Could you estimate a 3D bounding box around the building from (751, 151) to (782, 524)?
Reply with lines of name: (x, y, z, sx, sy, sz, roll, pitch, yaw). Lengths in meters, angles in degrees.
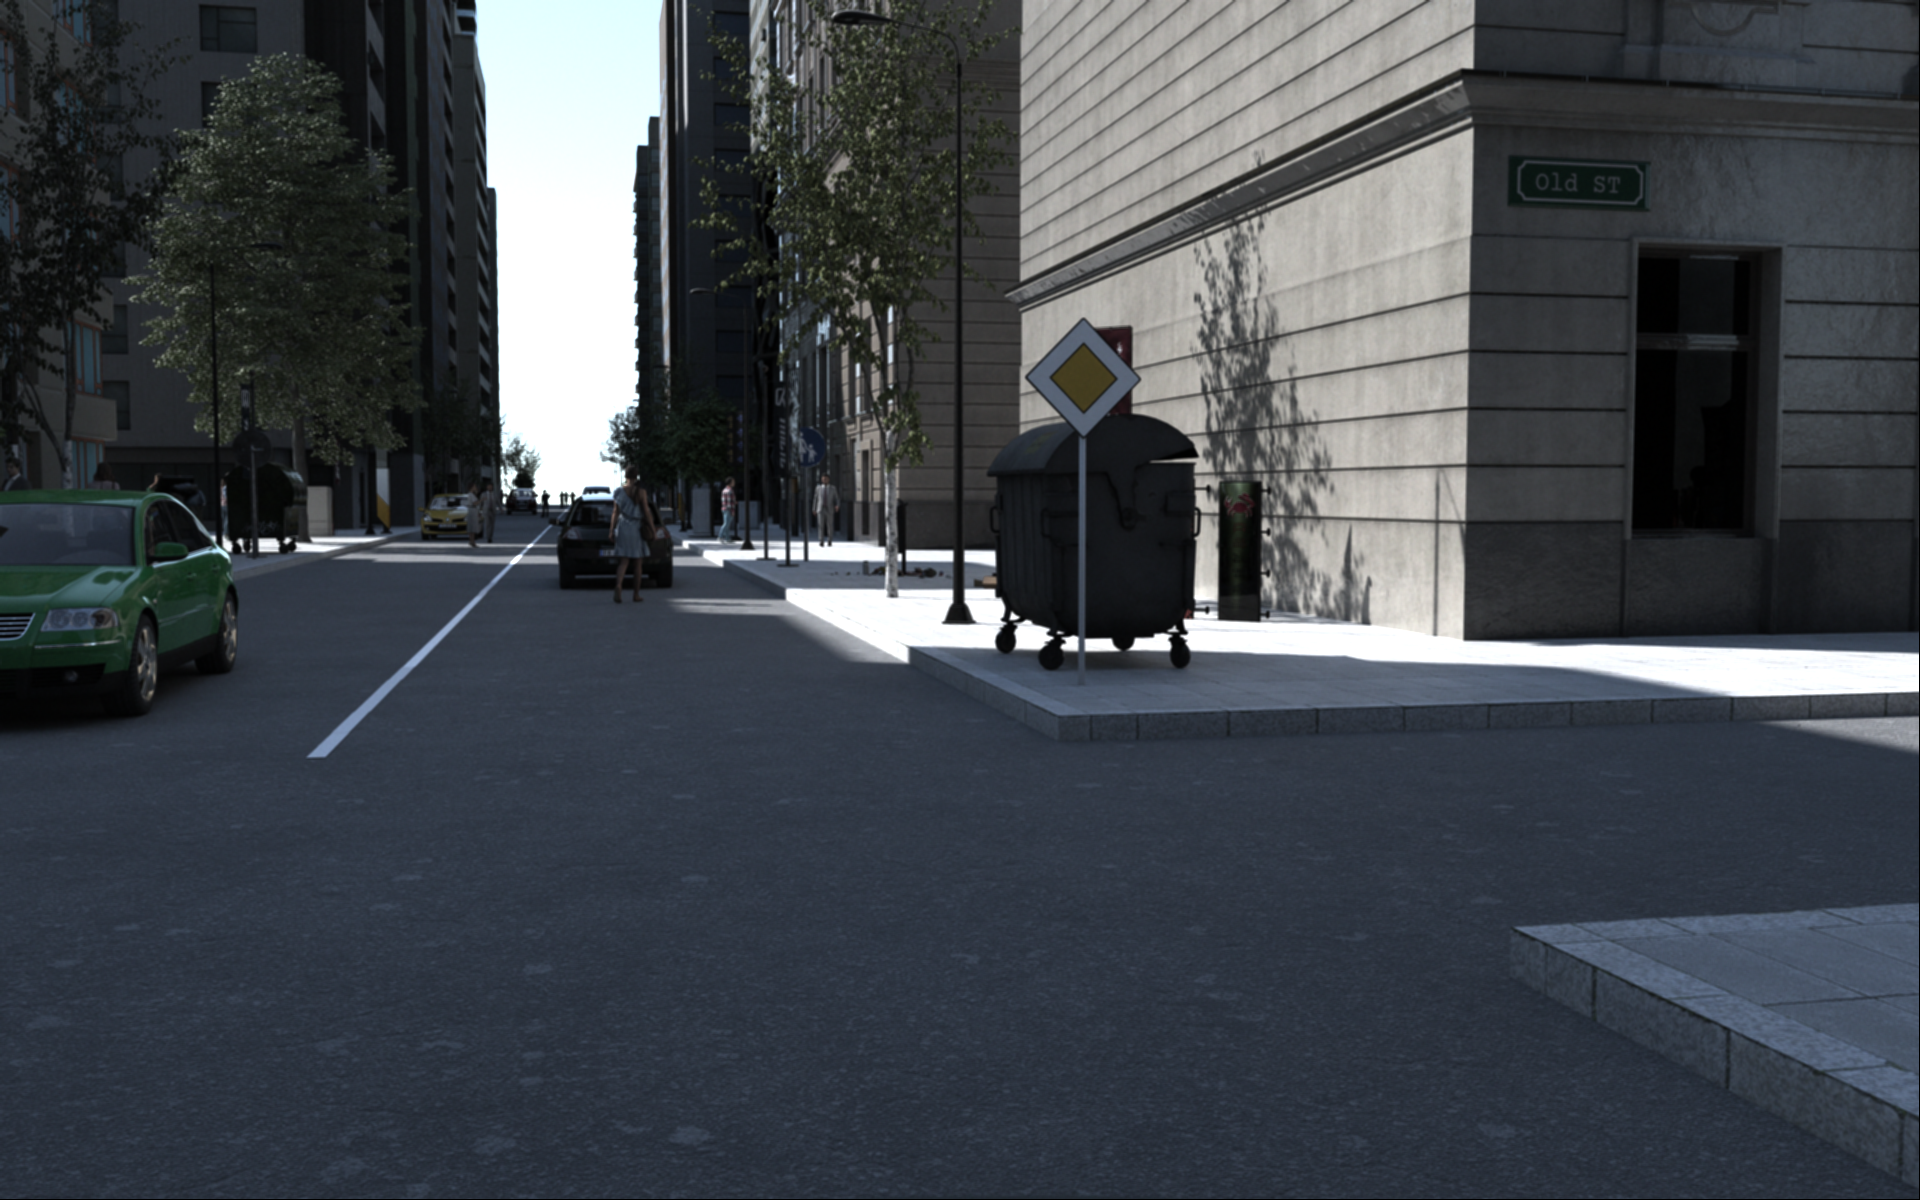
building: (-1.074, -12.925, 78.773, 16.820, 18.784, 16.811, -1, 4, -12)

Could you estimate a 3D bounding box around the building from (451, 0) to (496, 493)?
building: (-65.288, -54.197, 198.787, 22.319, 86.520, 31.000, -1, 4, -12)

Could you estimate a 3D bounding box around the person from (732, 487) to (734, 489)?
person: (-10.682, -4.612, 81.793, 0.374, 1.781, 0.599, 1, 4, 11)

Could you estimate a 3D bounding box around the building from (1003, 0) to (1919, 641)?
building: (23.669, -15.293, 26.461, 44.131, 29.872, 17.030, -1, 4, -12)

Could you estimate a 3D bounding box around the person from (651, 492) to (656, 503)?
person: (-31.918, -10.600, 180.015, 0.621, 1.740, 0.551, 0, 3, 0)

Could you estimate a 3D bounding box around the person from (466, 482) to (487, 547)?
person: (-13.092, -2.312, 46.864, 0.524, 1.755, 0.480, -2, 4, -27)

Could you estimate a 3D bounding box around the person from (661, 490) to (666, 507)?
person: (-29.625, -10.159, 172.930, 0.721, 1.735, 1.217, 1, 4, 12)

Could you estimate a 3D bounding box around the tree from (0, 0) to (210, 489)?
tree: (-12.379, -4.464, 23.344, 4.360, 8.622, 3.978, 0, 3, 0)

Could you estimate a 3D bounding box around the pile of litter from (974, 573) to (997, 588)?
pile of litter: (0.851, -0.589, 23.591, 1.176, 0.858, 1.719, -1, 4, -18)

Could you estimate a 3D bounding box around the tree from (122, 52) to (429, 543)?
tree: (-17.809, -7.780, 45.330, 7.486, 12.596, 7.792, 0, 3, 0)

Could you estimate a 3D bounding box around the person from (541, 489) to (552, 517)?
person: (-25.451, -5.943, 106.478, 0.445, 1.727, 0.742, 2, 4, 23)

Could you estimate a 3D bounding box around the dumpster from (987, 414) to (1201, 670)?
dumpster: (1.017, -0.464, 13.341, 1.264, 1.857, 1.865, -1, 4, -12)

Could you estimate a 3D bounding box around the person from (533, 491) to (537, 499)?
person: (-42.756, -10.050, 173.538, 1.217, 1.743, 0.721, 3, 5, 45)

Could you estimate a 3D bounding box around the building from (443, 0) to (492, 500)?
building: (-59.016, -33.685, 174.443, 21.300, 48.544, 21.600, -1, 4, -12)

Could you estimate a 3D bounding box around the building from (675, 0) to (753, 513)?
building: (-10.774, -35.989, 130.424, 21.231, 58.520, 28.212, -1, 4, -12)

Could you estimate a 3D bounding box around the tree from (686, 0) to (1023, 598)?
tree: (-1.042, -4.325, 21.079, 4.737, 8.622, 4.395, 0, 3, 0)

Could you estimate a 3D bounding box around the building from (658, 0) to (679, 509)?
building: (-18.731, -30.621, 150.761, 14.600, 45.320, 14.200, -1, 4, -12)

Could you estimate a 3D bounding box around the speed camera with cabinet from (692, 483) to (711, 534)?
speed camera with cabinet: (-8.458, -3.811, 56.642, 0.660, 3.252, 2.038, -1, 4, -9)

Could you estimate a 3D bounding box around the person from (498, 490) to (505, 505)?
person: (-52.178, -11.631, 196.934, 1.217, 1.743, 0.721, 2, 4, 26)

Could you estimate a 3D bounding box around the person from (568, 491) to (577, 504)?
person: (-50.794, -13.381, 227.237, 1.348, 1.831, 0.705, -1, 4, -9)

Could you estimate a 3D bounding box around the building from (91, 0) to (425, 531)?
building: (-28.014, -17.887, 64.152, 14.160, 30.474, 14.107, -1, 4, -12)

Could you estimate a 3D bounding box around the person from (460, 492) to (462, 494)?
person: (-37.179, -7.313, 128.832, 0.599, 1.433, 0.991, 1, 4, 15)

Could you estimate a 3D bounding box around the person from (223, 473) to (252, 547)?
person: (-17.268, -2.145, 41.383, 0.793, 1.790, 0.793, 1, 4, 19)

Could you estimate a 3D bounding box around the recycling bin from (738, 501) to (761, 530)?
recycling bin: (-7.647, -3.083, 62.963, 0.722, 1.027, 0.722, 0, 4, 2)

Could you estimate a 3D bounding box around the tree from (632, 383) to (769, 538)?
tree: (-7.457, -4.144, 51.463, 4.285, 4.588, 4.351, 0, 3, 0)

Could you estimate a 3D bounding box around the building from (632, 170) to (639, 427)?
building: (-31.772, -35.124, 228.900, 22.147, 44.769, 28.867, -1, 4, -12)

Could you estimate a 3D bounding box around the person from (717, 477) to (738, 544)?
person: (-6.057, -2.334, 45.045, 0.643, 1.720, 0.563, -2, 4, -24)

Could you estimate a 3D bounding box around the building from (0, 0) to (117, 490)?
building: (-29.608, -10.815, 21.858, 27.650, 21.520, 28.899, -1, 4, -12)

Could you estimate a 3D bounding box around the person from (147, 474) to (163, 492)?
person: (-20.116, -2.283, 43.618, 0.600, 1.795, 0.529, 3, 5, 43)

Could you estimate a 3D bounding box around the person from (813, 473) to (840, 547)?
person: (-3.269, -2.204, 42.353, 0.678, 1.792, 0.850, 0, 4, 1)

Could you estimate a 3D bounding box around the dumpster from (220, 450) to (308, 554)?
dumpster: (-15.099, -2.147, 37.590, 1.502, 2.255, 1.985, -1, 4, -12)

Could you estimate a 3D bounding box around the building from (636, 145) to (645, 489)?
building: (-31.396, -32.008, 206.921, 14.154, 41.232, 14.086, -1, 4, -12)

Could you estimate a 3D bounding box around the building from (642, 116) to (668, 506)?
building: (-27.306, -31.086, 191.850, 14.154, 41.232, 14.086, -1, 4, -12)

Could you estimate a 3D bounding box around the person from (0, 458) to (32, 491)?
person: (-14.206, -1.227, 26.061, 0.622, 1.834, 0.822, 1, 4, 9)

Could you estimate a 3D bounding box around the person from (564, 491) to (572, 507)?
person: (-43.522, -11.182, 191.319, 1.348, 1.824, 0.705, 1, 4, 9)

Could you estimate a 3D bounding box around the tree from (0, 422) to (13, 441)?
tree: (-11.566, -1.525, 19.533, 1.663, 3.219, 1.824, 0, 3, 0)

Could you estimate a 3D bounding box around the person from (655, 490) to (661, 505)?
person: (-31.656, -10.668, 181.009, 0.990, 1.755, 0.434, 1, 4, 23)

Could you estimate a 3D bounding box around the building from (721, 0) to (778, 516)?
building: (0.090, -25.336, 106.118, 32.217, 40.220, 23.993, -1, 4, -12)

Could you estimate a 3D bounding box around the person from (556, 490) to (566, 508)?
person: (-40.382, -10.211, 175.593, 0.705, 1.807, 1.348, 2, 4, 32)

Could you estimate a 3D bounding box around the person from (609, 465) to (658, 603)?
person: (-4.310, -0.870, 22.819, 0.616, 1.811, 0.778, 1, 4, 9)

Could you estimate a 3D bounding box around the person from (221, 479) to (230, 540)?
person: (-20.294, -2.526, 47.931, 0.593, 1.750, 0.643, 1, 4, 14)

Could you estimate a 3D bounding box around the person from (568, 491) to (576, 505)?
person: (-50.214, -13.193, 224.208, 1.348, 1.823, 0.705, 2, 4, 31)

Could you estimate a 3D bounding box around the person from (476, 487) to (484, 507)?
person: (-39.081, -8.286, 141.481, 1.348, 1.831, 0.705, 2, 4, 30)

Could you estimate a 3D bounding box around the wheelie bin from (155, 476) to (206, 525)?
wheelie bin: (-13.701, -1.377, 30.430, 0.693, 1.594, 0.980, 2, 4, 33)

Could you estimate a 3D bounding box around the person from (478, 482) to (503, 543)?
person: (-13.855, -2.586, 51.059, 0.678, 1.792, 0.850, -2, 4, -28)

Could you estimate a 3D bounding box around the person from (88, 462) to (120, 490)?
person: (-12.562, -1.157, 25.548, 0.593, 1.750, 0.643, -1, 4, -9)

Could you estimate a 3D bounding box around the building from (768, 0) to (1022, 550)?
building: (1.485, -15.577, 51.945, 12.463, 27.353, 25.104, -1, 4, -12)

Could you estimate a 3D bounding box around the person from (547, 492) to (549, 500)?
person: (-51.503, -12.637, 216.055, 0.756, 1.711, 0.436, -2, 4, -28)

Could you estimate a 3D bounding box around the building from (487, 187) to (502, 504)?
building: (-66.895, -32.994, 223.045, 14.154, 41.232, 14.086, -1, 4, -12)

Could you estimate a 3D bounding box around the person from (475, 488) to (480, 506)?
person: (-42.807, -9.024, 153.718, 1.348, 1.807, 0.705, 2, 4, 28)

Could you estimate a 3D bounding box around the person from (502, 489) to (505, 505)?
person: (-55.233, -12.452, 209.495, 0.599, 1.838, 0.709, -2, 4, -24)

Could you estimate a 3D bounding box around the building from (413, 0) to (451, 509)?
building: (-42.333, -28.535, 116.666, 14.600, 45.320, 14.200, -1, 4, -12)
